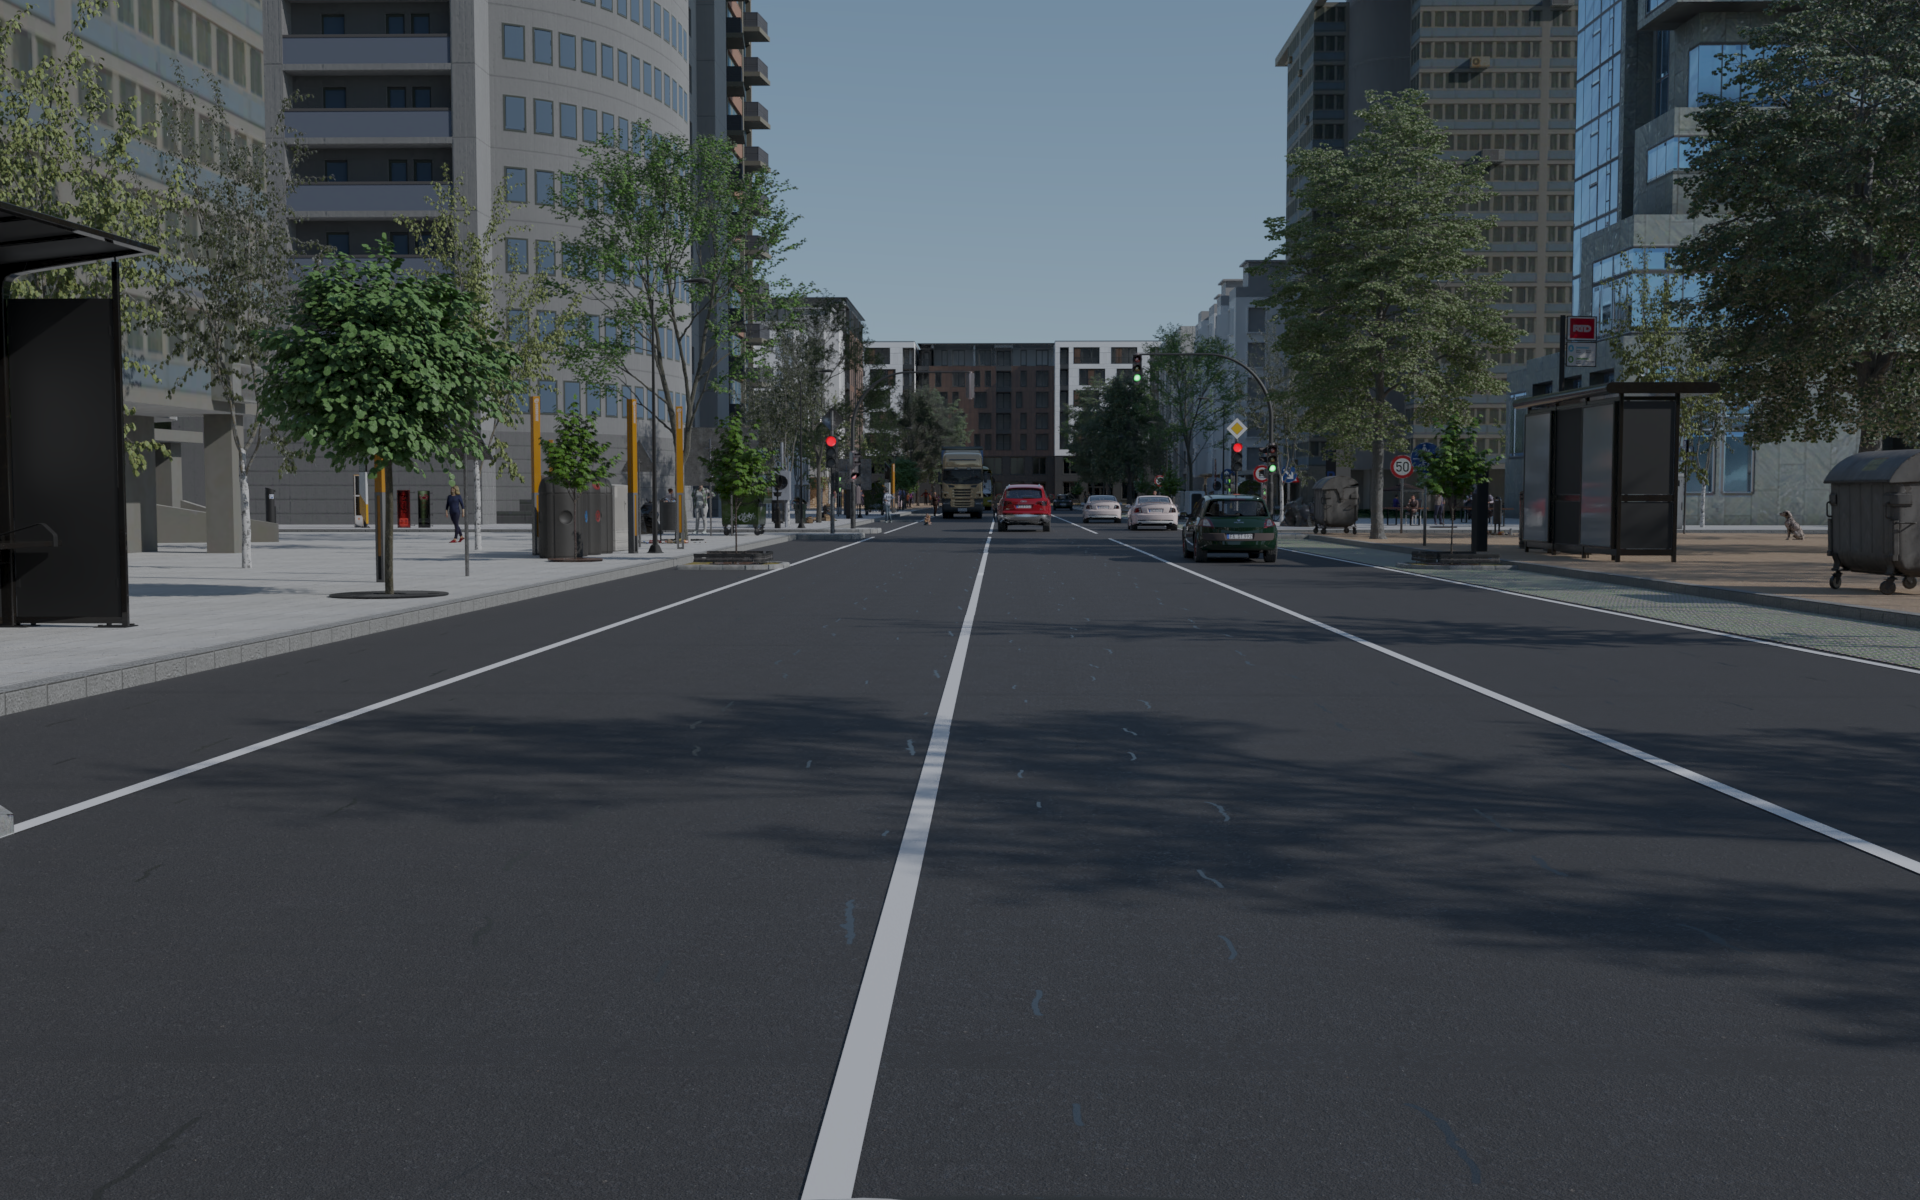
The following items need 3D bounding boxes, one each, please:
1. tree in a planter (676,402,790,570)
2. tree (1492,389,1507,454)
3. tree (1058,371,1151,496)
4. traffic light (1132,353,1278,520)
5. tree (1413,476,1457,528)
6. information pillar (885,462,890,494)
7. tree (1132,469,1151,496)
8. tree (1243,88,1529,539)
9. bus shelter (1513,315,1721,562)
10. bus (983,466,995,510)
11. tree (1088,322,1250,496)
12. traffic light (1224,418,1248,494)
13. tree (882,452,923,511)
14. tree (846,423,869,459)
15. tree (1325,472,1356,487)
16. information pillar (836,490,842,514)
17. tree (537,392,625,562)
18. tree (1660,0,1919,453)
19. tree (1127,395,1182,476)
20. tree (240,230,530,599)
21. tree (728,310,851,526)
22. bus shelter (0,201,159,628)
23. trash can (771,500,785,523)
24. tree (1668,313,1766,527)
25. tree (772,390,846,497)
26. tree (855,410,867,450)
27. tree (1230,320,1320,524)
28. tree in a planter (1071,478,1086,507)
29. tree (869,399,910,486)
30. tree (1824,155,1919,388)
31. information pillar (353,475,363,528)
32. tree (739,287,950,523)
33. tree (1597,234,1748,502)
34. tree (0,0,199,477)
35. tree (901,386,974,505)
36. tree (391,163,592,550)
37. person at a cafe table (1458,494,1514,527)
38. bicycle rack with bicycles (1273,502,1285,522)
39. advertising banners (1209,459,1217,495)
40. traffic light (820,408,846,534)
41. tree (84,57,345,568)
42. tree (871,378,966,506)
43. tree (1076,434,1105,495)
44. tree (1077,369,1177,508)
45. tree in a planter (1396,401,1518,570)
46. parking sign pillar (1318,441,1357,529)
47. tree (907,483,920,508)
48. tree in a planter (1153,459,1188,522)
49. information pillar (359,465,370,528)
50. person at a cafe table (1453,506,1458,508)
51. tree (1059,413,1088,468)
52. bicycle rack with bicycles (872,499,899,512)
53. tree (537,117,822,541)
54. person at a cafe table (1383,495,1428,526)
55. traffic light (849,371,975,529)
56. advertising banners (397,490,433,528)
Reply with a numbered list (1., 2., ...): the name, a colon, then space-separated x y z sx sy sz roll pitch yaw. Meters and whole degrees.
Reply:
1. tree in a planter: -4.369 -2.230 33.679 1.991 3.239 1.994 0 4 1
2. tree: 35.544 -9.679 108.607 4.737 8.622 4.395 0 3 0
3. tree: 15.183 -16.618 178.358 9.857 13.997 8.962 0 3 0
4. traffic light: 7.896 -4.961 55.787 4.771 5.953 1.251 0 4 1
5. tree: 18.432 -4.362 65.915 1.663 3.219 1.824 0 3 0
6. information pillar: -5.314 -8.276 126.674 0.504 3.616 0.183 3 5 42
7. tree: 14.234 -8.638 135.825 1.663 3.219 1.824 0 3 0
8. tree: 11.907 -7.984 48.673 7.486 12.596 7.792 0 3 0
9. bus shelter: 13.224 -3.607 36.613 2.179 5.291 8.768 0 4 1
10. bus: 1.653 -10.039 155.685 2.896 3.916 12.252 0 4 1
11. tree: 13.962 -10.977 105.223 9.928 11.665 9.643 0 3 0
12. traffic light: 10.174 -4.584 63.863 0.839 4.253 0.868 0 4 1
13. tree: -4.592 -9.272 135.308 4.285 4.588 4.351 0 3 0
14. tree: -9.439 -10.500 122.031 4.737 8.622 4.395 0 3 0
15. tree: 17.806 -5.395 82.806 1.663 3.219 1.824 0 3 0
16. information pillar: -7.597 -6.383 108.854 0.304 2.012 0.304 1 4 11
17. tree: -7.209 -2.347 32.976 1.663 3.219 1.824 0 3 0
18. tree: 19.820 -8.011 37.639 9.857 13.997 8.962 0 3 0
19. tree: 14.666 -10.863 127.974 4.360 8.622 3.978 0 3 0
20. tree: -7.129 -2.318 21.621 4.285 4.588 4.351 0 3 0
21. tree: -7.005 -7.279 69.367 4.360 8.622 3.978 0 3 0
22. bus shelter: -8.554 -1.363 13.567 1.731 3.624 6.357 0 4 1
23. trash can: -7.981 -3.942 76.104 0.748 1.137 0.748 0 3 0
24. tree: 28.821 -7.119 66.758 4.360 8.622 3.978 0 3 0
25. tree: -9.994 -9.517 105.967 4.737 8.622 4.395 0 3 0
26. tree: -8.417 -10.033 114.403 4.360 8.622 3.978 0 3 0
27. tree: 13.409 -7.461 72.343 4.360 8.622 3.978 0 3 0
28. tree in a planter: 13.210 -11.998 193.388 1.991 3.239 1.994 0 4 1
29. tree: -5.935 -11.004 130.281 4.737 8.622 4.395 0 3 0
30. tree: 28.752 -7.557 49.305 9.928 11.665 9.643 0 3 0
31. information pillar: -23.066 -3.784 66.360 0.304 2.012 0.304 -2 4 -28
32. tree: -6.107 -8.750 77.482 8.767 10.594 7.601 2 4 35
33. tree: 20.129 -6.038 49.080 4.737 8.622 4.395 0 3 0
34. tree: -12.406 -4.459 23.272 4.737 8.622 4.395 0 3 0
35. tree: -3.062 -17.941 199.987 9.857 13.997 8.962 0 3 0
36. tree: -10.815 -5.450 39.474 4.737 8.622 4.395 0 3 0
37. person at a cafe table: 20.866 -3.674 68.579 1.698 1.524 1.622 0 4 5
38. bicycle rack with bicycles: 13.913 -4.101 80.441 2.925 0.926 2.852 -1 4 -11
39. advertising banners: 12.577 -5.507 86.225 0.090 3.025 2.074 0 4 0
40. traffic light: -4.129 -4.114 56.190 0.839 4.253 0.868 0 4 1
41. tree: -12.383 -4.839 29.485 4.360 8.622 3.978 0 3 0
42. tree: -4.402 -16.674 182.986 12.009 13.543 11.850 0 3 0
43. tree: 16.904 -16.255 200.180 7.601 10.594 8.767 -2 4 -34
44. tree: 15.572 -14.807 159.099 9.611 12.733 9.660 0 3 0
45. tree in a planter: 9.508 -2.212 33.391 1.991 3.239 1.994 0 4 1
46. parking sign pillar: 14.012 -4.630 64.172 1.447 3.967 1.447 3 4 36
47. tree: -4.533 -10.148 160.519 1.663 3.219 1.824 0 3 0
48. tree in a planter: 10.787 -5.610 88.953 1.991 3.239 1.994 0 4 1
49. information pillar: -22.606 -4.543 65.640 0.504 3.616 0.183 3 5 42
50. person at a cafe table: 23.015 -4.226 77.606 1.698 1.524 1.622 0 3 0
51. tree: 16.321 -17.627 213.955 9.928 11.665 9.643 0 3 0
52. bicycle rack with bicycles: -5.450 -6.727 123.360 2.852 0.926 2.925 0 4 1
53. tree: -7.653 -7.442 47.429 9.928 11.665 9.643 0 3 0
54. person at a cafe table: 18.357 -3.678 70.988 1.698 1.238 1.726 3 5 42
55. traffic light: -1.850 -5.474 64.160 4.771 5.953 1.251 0 4 1
56. advertising banners: -21.019 -4.238 65.484 2.074 3.025 0.090 0 4 -5
